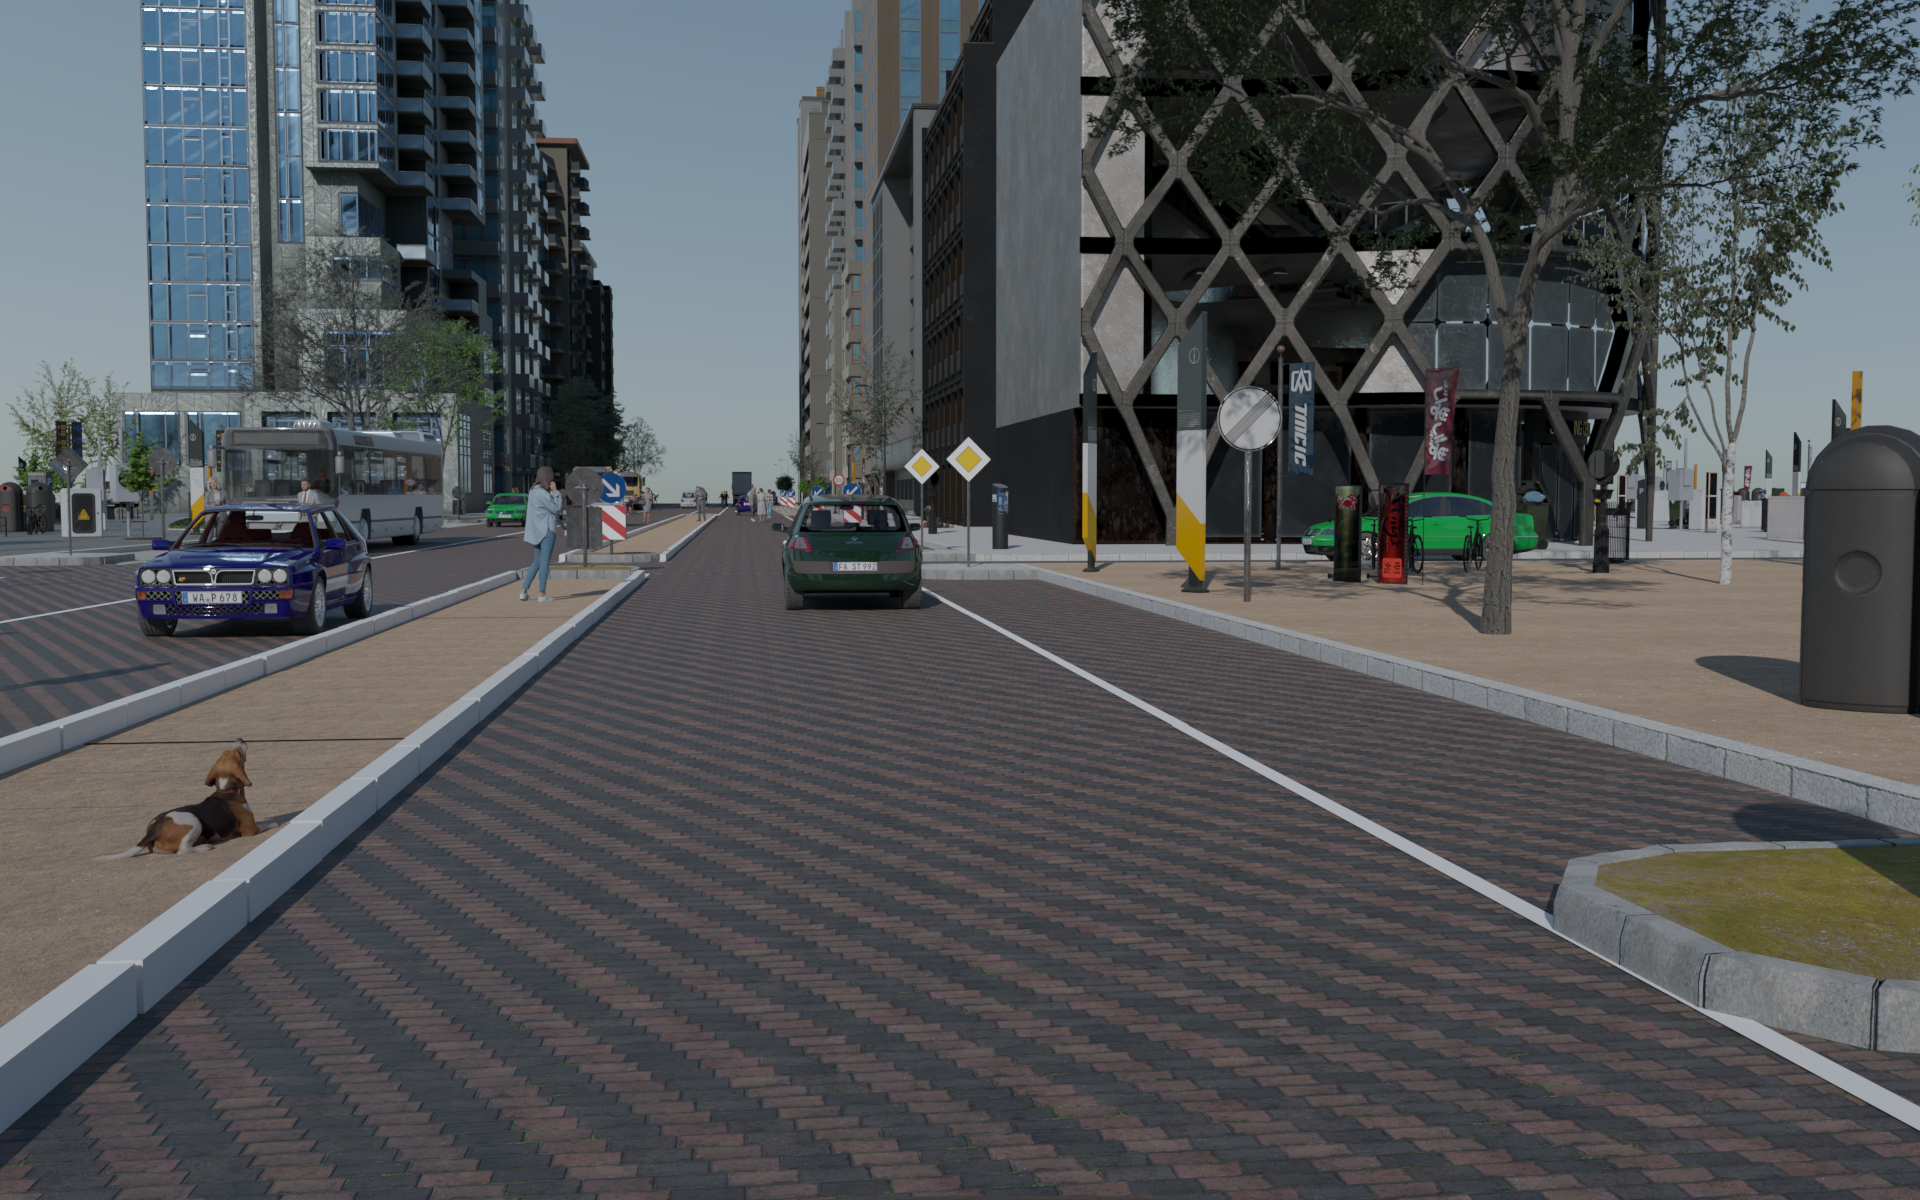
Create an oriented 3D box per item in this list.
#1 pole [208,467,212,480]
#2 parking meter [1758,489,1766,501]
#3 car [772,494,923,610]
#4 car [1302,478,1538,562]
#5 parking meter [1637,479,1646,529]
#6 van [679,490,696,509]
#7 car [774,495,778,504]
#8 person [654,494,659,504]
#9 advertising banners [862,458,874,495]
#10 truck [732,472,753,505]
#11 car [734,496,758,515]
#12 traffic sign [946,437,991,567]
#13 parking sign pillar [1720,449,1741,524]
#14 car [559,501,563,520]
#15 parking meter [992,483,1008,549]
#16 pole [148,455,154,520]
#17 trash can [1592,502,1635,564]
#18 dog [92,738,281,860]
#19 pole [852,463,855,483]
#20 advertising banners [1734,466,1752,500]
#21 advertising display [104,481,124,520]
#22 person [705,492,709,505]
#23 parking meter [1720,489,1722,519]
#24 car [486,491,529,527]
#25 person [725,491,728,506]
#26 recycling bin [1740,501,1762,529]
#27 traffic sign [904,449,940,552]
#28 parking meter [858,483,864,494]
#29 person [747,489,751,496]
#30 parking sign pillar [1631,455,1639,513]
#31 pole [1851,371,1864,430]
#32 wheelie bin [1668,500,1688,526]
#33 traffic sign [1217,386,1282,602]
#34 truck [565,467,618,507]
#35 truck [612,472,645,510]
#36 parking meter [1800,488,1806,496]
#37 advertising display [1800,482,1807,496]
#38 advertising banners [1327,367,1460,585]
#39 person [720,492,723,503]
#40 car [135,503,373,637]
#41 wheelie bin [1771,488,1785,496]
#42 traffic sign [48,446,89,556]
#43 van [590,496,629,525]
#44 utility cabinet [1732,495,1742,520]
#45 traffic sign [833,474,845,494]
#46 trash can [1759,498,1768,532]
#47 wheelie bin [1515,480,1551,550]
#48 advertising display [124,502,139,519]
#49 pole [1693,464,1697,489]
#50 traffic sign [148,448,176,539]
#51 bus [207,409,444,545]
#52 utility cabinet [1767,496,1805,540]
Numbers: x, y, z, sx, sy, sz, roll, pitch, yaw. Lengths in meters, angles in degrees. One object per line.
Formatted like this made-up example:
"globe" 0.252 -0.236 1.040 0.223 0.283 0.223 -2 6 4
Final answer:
"pole" -38.779 -5.856 89.589 0.158 3.312 0.155 0 3 0
"parking meter" 41.194 -4.926 88.954 0.372 1.533 0.369 0 3 0
"car" -1.475 -0.799 22.844 2.009 1.686 4.222 0 4 -6
"car" 9.380 -1.634 35.513 4.718 1.807 1.959 0 4 -7
"parking meter" 25.178 -3.556 63.844 0.255 1.863 0.399 -2 4 -32
"van" -26.620 -9.995 170.431 2.013 2.044 4.112 0 4 -6
"car" -25.870 -13.949 237.652 1.945 1.707 3.694 0 4 -8
"person" -42.637 -14.174 243.437 0.799 1.438 0.628 -1 4 -9
"advertising banners" -4.450 -5.334 83.404 0.090 3.025 2.074 -1 4 -16
"truck" -27.961 -14.280 222.385 2.839 4.237 11.283 0 4 -7
"car" -14.323 -6.404 117.280 1.945 1.354 3.894 -1 4 -9
"traffic sign" 0.147 -1.632 30.333 0.795 2.450 0.064 0 4 -7
"parking sign pillar" 33.017 -5.257 74.425 1.447 3.967 1.447 2 4 27
"car" -23.017 -5.292 96.122 1.945 1.707 3.694 -1 4 -8
"parking meter" 0.937 -1.950 40.296 0.372 1.533 0.369 0 3 0
"pole" -40.102 -5.628 85.853 0.158 3.312 0.155 0 3 0
"trash can" 12.110 -1.253 32.143 0.748 1.137 0.748 0 3 0
"dog" -3.160 0.802 7.077 0.748 0.427 0.550 -2 4 -27
"pole" -6.869 -7.228 112.028 0.158 3.312 0.155 0 3 0
"advertising banners" 47.991 -6.787 107.161 0.090 3.025 2.074 -3 4 -37
"advertising display" -42.739 -5.010 87.128 0.123 1.923 0.974 3 4 36
"person" -34.789 -13.945 237.188 1.217 1.739 0.721 2 4 33
"parking meter" 38.393 -4.827 87.336 0.372 1.533 0.369 0 3 0
"car" -19.847 -4.147 76.604 1.959 1.807 4.718 0 4 -7
"person" -28.130 -12.226 208.332 0.705 1.831 1.348 -3 4 -36
"recycling bin" 29.683 -3.203 64.931 0.722 1.027 0.722 2 4 26
"traffic sign" -0.843 -2.117 38.257 0.795 2.450 0.064 0 4 -7
"parking meter" -5.006 -4.943 86.535 0.399 1.863 0.255 0 4 5
"person" -16.534 -7.814 136.123 0.709 1.838 0.599 -3 4 -36
"parking sign pillar" 46.082 -7.952 118.489 1.447 3.967 1.447 1 4 13
"pole" 14.879 -2.138 28.799 0.158 3.312 0.155 0 3 0
"wheelie bin" 29.087 -3.805 70.113 0.693 1.594 0.980 3 4 37
"traffic sign" 3.416 -1.250 20.537 0.768 2.556 0.104 0 4 -3
"truck" -26.226 -7.866 124.539 3.469 3.379 9.791 0 4 -7
"truck" -29.639 -9.664 153.922 3.469 3.379 9.791 -1 4 -9
"parking meter" 32.960 -3.639 67.915 0.372 1.533 0.369 0 3 0
"advertising display" 46.194 -5.456 94.425 0.974 1.923 0.123 0 4 -7
"advertising banners" 6.142 -1.739 24.618 0.090 3.025 2.074 -3 5 -44
"person" -36.882 -15.910 268.656 1.348 1.821 0.705 3 5 41
"car" -7.541 -0.376 18.730 1.945 1.354 3.894 0 4 -8
"wheelie bin" 43.688 -5.178 92.573 0.980 1.594 0.693 3 5 44
"traffic sign" -18.553 -1.984 36.074 0.795 2.450 0.064 0 4 -7
"van" -15.869 -4.333 77.853 2.013 2.044 4.112 -1 4 -9
"utility cabinet" 36.505 -4.336 82.049 0.306 1.237 1.020 -2 4 -23
"traffic sign" -7.587 -6.632 108.547 0.768 2.556 0.104 0 4 -6
"trash can" 27.262 -2.847 58.201 0.748 1.137 0.748 0 3 0
"wheelie bin" 13.179 -1.964 40.026 0.693 1.594 0.980 -1 4 -20
"advertising display" -42.382 -5.088 88.405 0.123 1.923 0.974 2 4 30
"pole" 50.286 -7.622 118.466 0.158 3.312 0.155 0 3 0
"traffic sign" -21.929 -2.907 47.631 0.768 2.556 0.104 0 4 0
"bus" -16.178 -3.087 45.332 2.948 3.499 13.247 0 4 -5
"utility cabinet" 23.449 -2.318 49.064 0.306 1.237 1.020 -3 5 -42
